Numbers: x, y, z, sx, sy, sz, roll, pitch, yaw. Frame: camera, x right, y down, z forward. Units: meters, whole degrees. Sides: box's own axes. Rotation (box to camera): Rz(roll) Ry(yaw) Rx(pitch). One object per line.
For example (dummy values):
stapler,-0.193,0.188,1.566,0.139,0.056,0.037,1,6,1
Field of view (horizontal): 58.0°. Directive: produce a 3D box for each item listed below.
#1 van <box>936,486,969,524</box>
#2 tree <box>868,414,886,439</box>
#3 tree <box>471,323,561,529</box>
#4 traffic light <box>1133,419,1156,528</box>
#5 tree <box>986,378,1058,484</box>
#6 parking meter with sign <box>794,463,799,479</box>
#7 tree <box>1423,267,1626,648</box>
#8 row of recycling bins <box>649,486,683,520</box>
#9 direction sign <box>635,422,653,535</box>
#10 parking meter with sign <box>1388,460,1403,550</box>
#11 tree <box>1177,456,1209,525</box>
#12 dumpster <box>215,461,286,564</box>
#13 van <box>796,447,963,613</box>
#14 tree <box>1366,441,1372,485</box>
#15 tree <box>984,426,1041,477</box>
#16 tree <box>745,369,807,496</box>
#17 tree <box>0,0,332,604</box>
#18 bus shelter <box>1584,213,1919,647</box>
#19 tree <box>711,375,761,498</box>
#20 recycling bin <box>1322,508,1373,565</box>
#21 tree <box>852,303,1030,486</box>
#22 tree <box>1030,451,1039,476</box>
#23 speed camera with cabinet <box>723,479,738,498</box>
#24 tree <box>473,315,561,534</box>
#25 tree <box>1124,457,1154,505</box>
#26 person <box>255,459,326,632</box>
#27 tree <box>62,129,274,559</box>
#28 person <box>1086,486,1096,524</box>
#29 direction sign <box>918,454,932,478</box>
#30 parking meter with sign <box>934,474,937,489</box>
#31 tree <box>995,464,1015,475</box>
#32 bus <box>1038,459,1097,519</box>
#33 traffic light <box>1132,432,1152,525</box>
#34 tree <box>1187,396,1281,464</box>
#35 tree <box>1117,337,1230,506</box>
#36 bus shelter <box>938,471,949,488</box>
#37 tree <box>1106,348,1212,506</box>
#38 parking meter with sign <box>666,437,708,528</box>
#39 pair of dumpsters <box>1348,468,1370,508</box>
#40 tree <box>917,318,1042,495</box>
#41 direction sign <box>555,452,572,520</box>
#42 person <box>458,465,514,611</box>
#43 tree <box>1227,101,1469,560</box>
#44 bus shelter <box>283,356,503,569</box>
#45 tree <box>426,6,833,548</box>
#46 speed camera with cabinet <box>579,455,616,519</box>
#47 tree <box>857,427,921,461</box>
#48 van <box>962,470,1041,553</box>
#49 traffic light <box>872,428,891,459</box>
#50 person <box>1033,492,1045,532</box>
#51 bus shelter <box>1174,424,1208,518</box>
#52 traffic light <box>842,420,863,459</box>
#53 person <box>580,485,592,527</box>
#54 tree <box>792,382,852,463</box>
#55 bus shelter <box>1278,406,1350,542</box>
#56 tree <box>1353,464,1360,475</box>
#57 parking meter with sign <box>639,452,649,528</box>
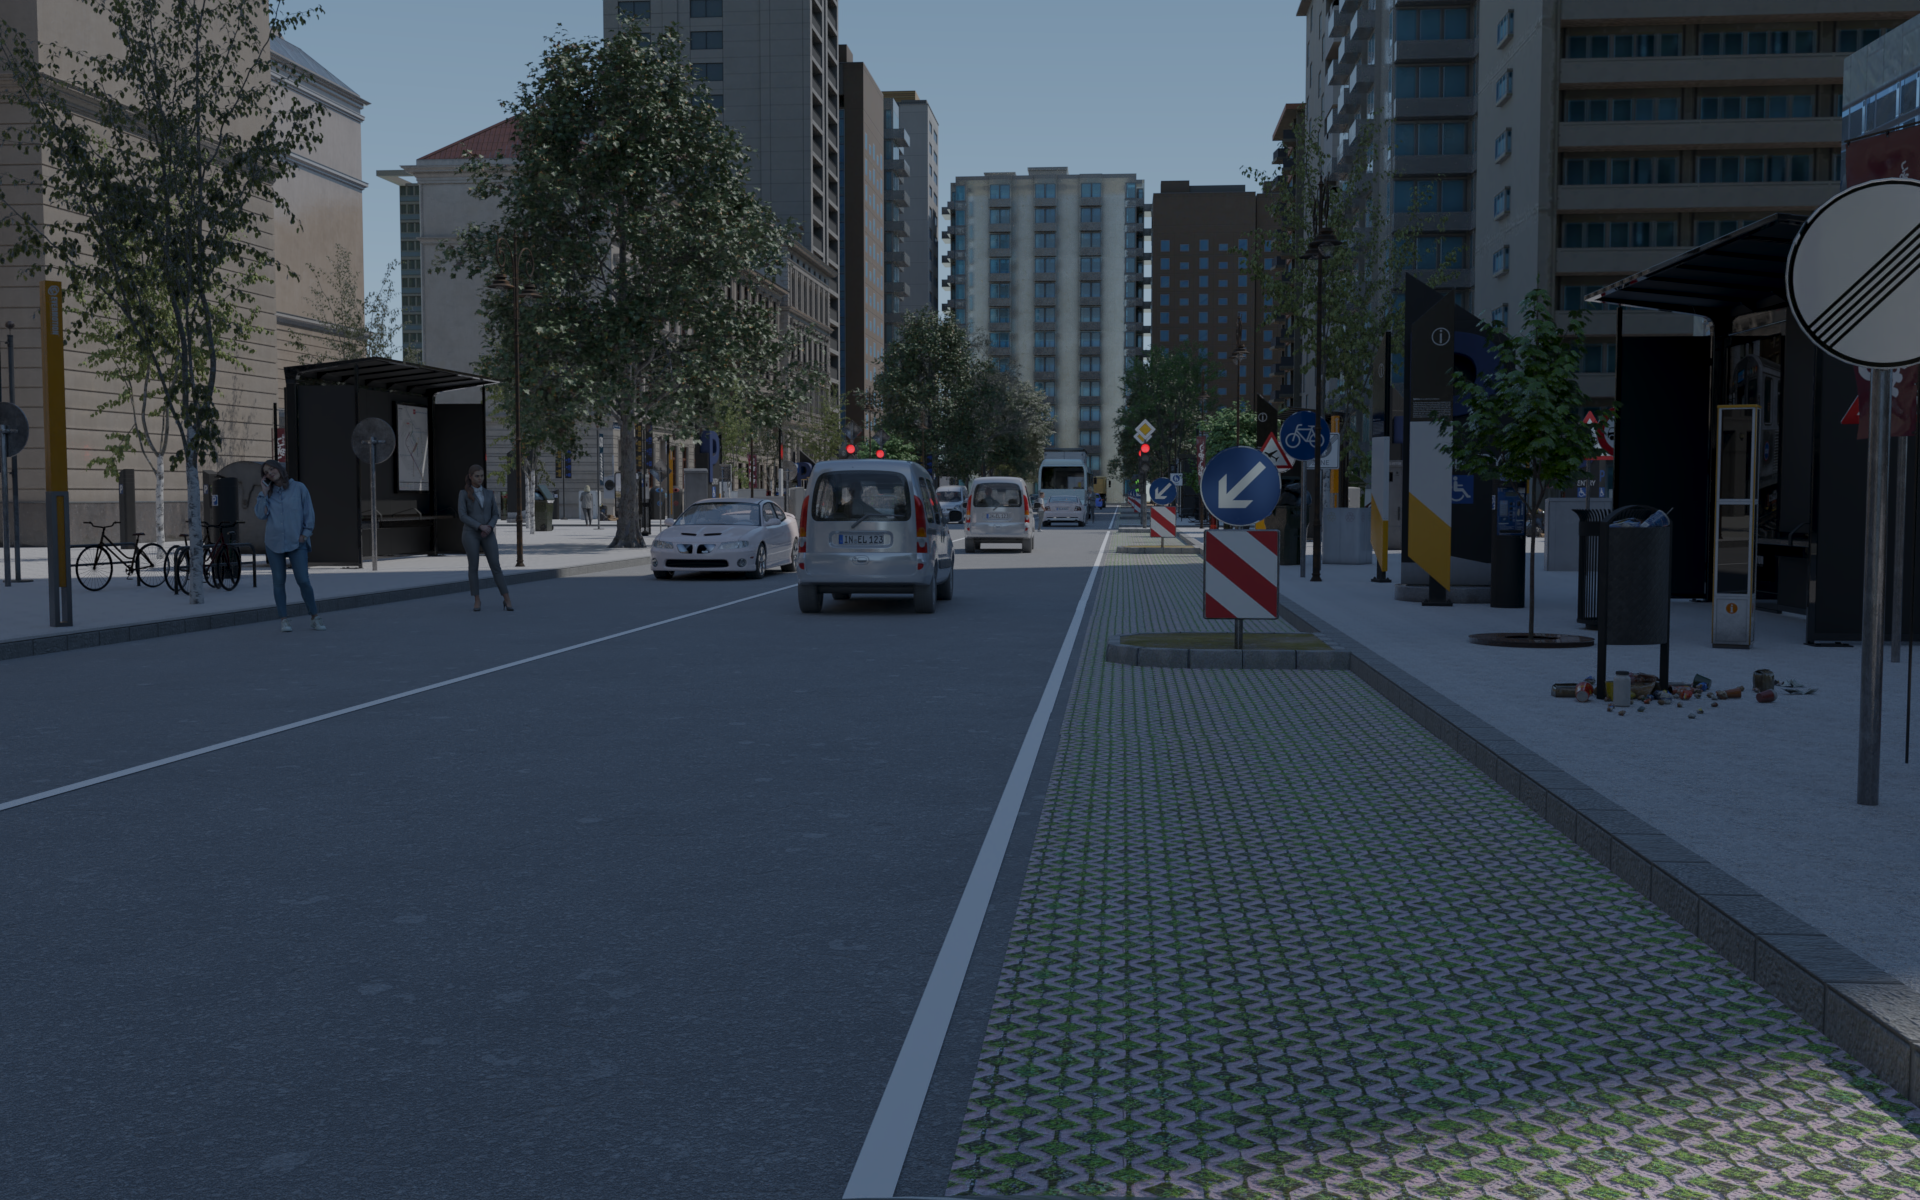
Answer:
van,-0.491,-4.731,84.366,2.013,2.044,4.112,0,4,7
tree,-5.691,-11.899,144.902,4.360,8.622,3.978,0,3,0
tree,-15.820,-6.958,64.131,4.360,8.622,3.978,0,3,0
traffic light,6.888,-4.633,64.662,0.839,4.253,0.868,0,4,5
tree,6.253,-17.328,189.966,9.857,13.997,8.962,0,3,0
parking meter with sign,-9.483,-6.193,97.519,0.543,3.016,1.738,-1,4,-16
tree,5.035,-1.240,14.868,1.663,3.219,1.824,0,3,0
row of recycling bins,-14.677,-4.848,86.380,3.534,1.692,1.069,-2,4,-26
direction sign,-9.917,-3.818,54.420,0.876,3.537,0.379,3,5,43
parking meter with sign,9.940,-2.654,39.653,1.738,3.016,0.543,3,5,42
tree,10.845,-5.072,77.535,1.663,3.219,1.824,0,3,0
dumpster,-12.323,-1.541,30.954,1.264,1.857,1.865,0,4,5
van,-1.013,-0.930,22.212,2.013,2.044,4.112,0,4,4
tree,21.629,-6.260,86.065,4.285,4.588,4.351,0,3,0
tree,6.767,-16.395,202.467,7.601,10.594,8.767,1,4,21
tree,-11.112,-9.268,101.899,4.360,8.622,3.978,0,3,0
tree,-9.074,-4.247,19.801,4.360,8.622,3.978,0,3,0
bus shelter,7.969,-1.605,17.520,1.731,3.624,6.357,0,4,5
tree,-13.073,-8.979,97.170,4.737,8.622,4.395,0,3,0
recycling bin,7.115,-1.176,31.786,0.722,1.027,0.722,2,4,34
tree,-1.905,-11.428,103.858,9.611,12.733,9.660,0,3,0
tree,1.992,-14.153,148.404,9.611,12.733,9.660,0,3,0
speed camera with cabinet,-11.888,-5.862,90.173,0.660,3.252,2.038,-3,5,-44
tree,-13.663,-6.421,55.353,4.737,8.622,4.395,0,3,0
tree,23.085,-16.852,209.937,7.601,10.594,8.767,0,4,-3
person,-6.996,-0.571,18.095,0.793,1.790,0.793,-3,5,-39
tree,-15.834,-5.132,34.267,4.737,8.622,4.395,0,3,0
person,6.303,-4.574,83.467,0.537,1.800,0.526,3,5,43
direction sign,-1.962,-6.447,97.405,0.876,3.537,0.379,-2,4,-25
parking meter with sign,-1.235,-8.890,141.610,1.738,3.016,0.543,-1,4,-18
tree,4.434,-13.536,171.680,4.737,8.622,4.395,0,3,0
bus,6.112,-6.309,98.011,2.948,3.499,13.247,0,4,6
traffic light,7.633,-5.119,72.613,0.839,4.253,0.868,0,4,5
tree,9.354,-4.560,58.275,4.285,4.588,4.351,0,3,0
tree,14.273,-11.643,116.112,9.928,11.665,9.643,0,3,0
bus shelter,-0.717,-8.612,134.736,2.014,3.302,5.546,0,4,5
tree,15.873,-13.369,135.588,9.611,12.733,9.660,0,3,0
parking meter with sign,-7.829,-3.373,51.414,1.738,3.016,0.543,-1,4,-12
pair of dumpsters,12.768,-3.421,58.429,1.574,2.255,4.437,0,4,6
tree,0.484,-12.830,120.132,12.009,13.543,11.850,0,3,0
direction sign,-19.734,-5.764,86.233,0.876,3.537,0.379,1,4,16
person,-5.803,-0.759,21.176,0.573,1.790,0.520,3,4,37
tree,7.293,-5.064,33.163,4.737,8.622,4.395,0,3,0
bus shelter,-10.517,-2.534,32.716,1.731,3.624,6.357,0,4,5
tree,-7.955,-7.603,41.314,9.611,12.733,9.660,0,3,0
speed camera with cabinet,-18.340,-5.733,88.063,2.038,3.252,0.660,1,4,13
tree,-3.616,-6.203,85.126,4.285,4.588,4.351,0,3,0
van,1.024,-2.237,43.594,2.013,2.044,4.112,0,4,4
traffic light,-3.332,-5.180,73.619,0.839,4.253,0.868,0,4,5
person,3.051,-3.338,65.678,0.503,1.515,0.523,3,5,40
bus shelter,12.928,-7.215,95.603,2.179,5.291,8.768,0,4,5
traffic light,-4.077,-4.694,65.669,0.839,4.253,0.868,0,4,5
person,-15.567,-3.872,71.988,0.537,1.800,0.526,-2,4,-29
tree,-8.913,-9.999,113.841,4.737,8.622,4.395,0,3,0
bus shelter,9.924,-3.557,49.443,1.731,3.624,6.357,0,4,5
tree,21.201,-6.052,93.558,1.663,3.219,1.824,0,3,0
parking meter with sign,-12.197,-4.281,66.256,0.543,3.016,1.738,0,4,3
